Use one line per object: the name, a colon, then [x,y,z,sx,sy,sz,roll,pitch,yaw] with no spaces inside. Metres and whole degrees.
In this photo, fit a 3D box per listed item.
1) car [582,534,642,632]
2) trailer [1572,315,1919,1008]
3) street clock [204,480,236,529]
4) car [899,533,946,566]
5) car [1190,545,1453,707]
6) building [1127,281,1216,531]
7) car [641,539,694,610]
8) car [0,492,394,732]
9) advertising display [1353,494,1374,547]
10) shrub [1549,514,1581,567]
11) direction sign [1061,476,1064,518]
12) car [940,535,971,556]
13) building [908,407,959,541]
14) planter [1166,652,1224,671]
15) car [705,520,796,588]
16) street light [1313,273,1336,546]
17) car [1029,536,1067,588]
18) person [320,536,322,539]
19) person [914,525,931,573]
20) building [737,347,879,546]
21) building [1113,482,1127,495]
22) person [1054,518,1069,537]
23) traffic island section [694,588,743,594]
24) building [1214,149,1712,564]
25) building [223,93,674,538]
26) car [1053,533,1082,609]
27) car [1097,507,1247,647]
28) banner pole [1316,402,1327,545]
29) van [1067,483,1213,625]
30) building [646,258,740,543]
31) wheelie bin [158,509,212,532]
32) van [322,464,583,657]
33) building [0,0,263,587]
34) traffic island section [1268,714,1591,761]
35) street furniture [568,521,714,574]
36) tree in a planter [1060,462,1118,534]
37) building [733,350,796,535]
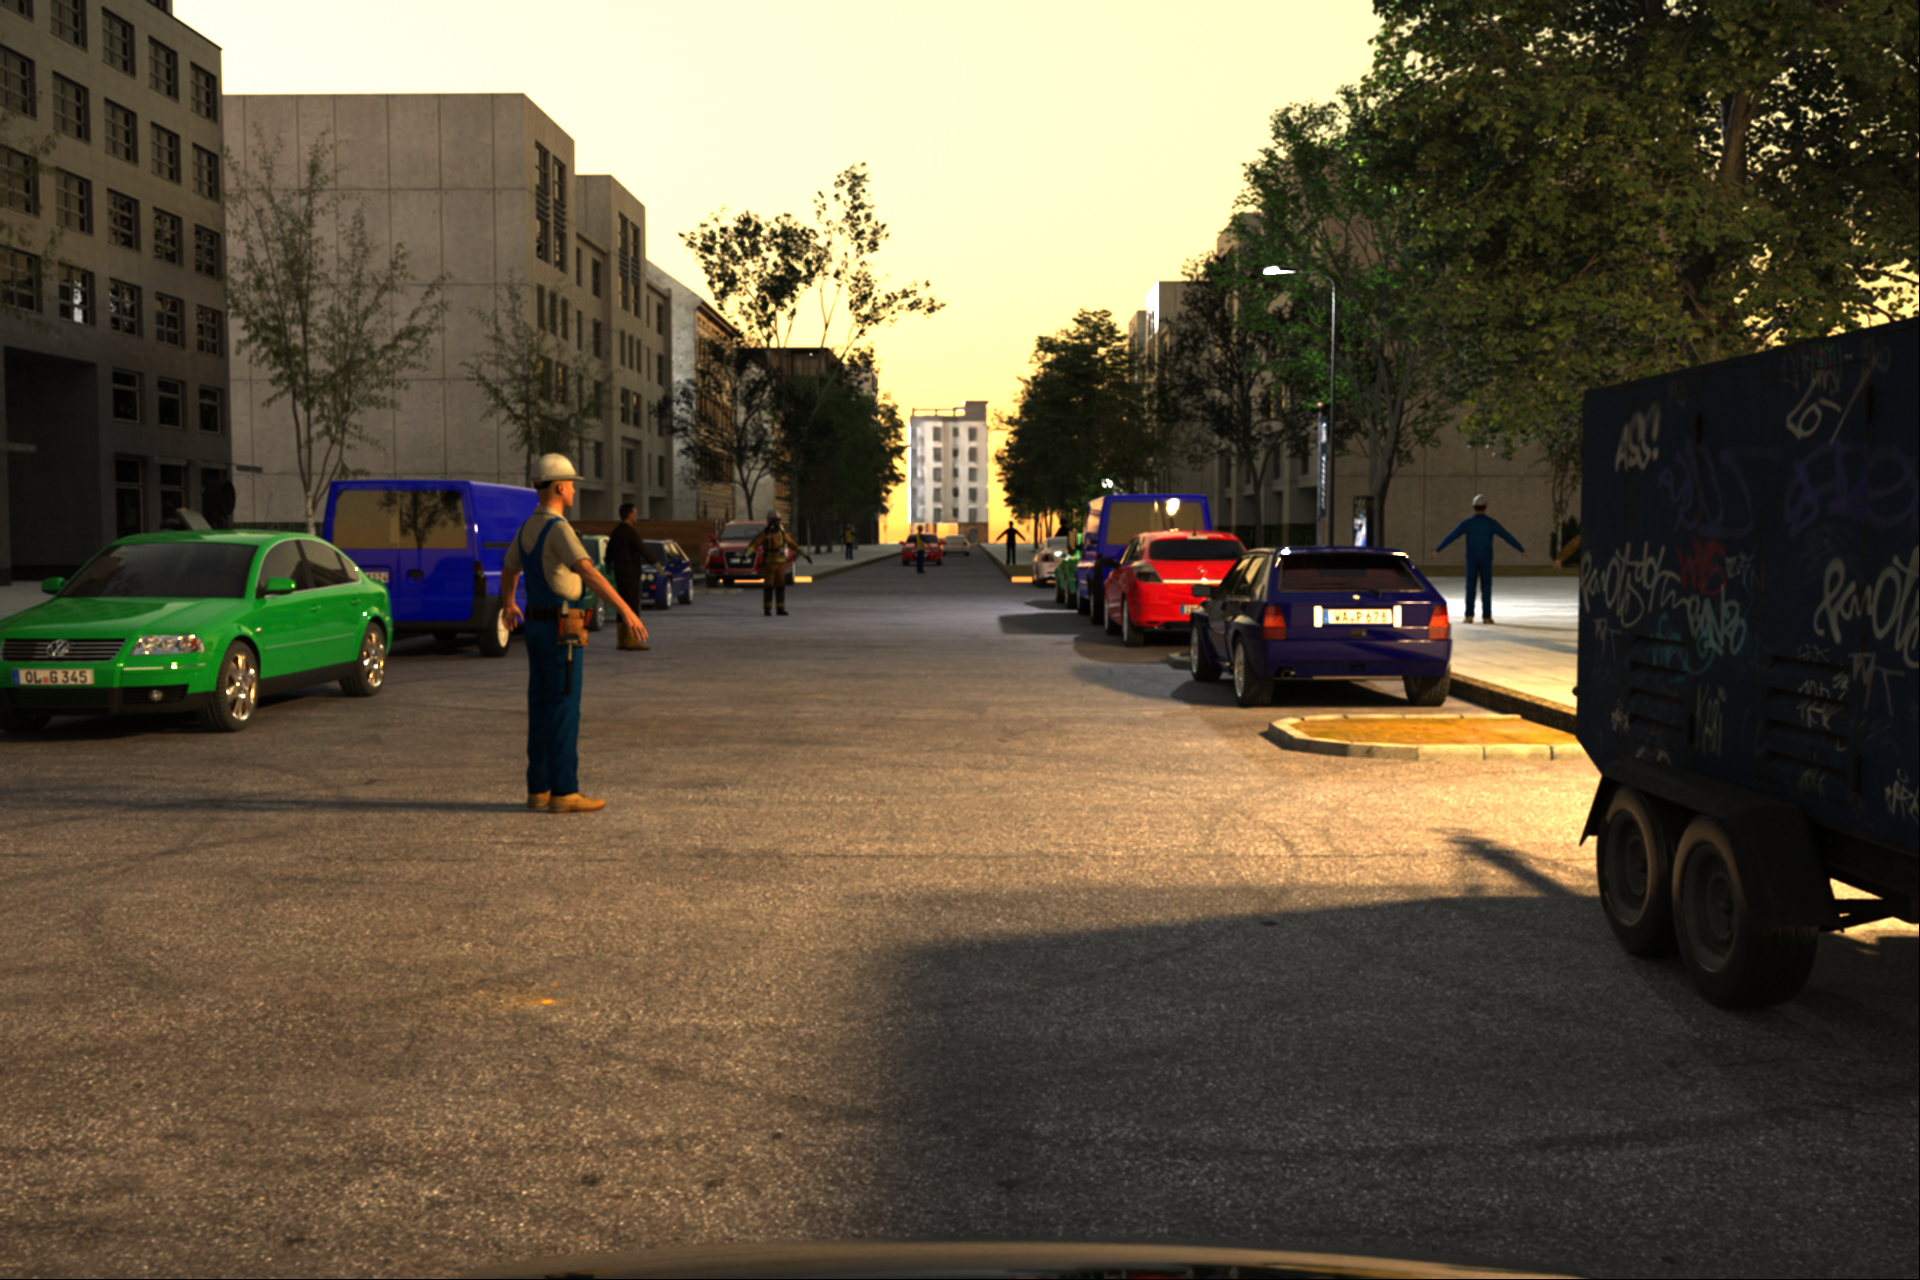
car: [-6.182,-0.928,26.970,2.131,1.459,4.920,0,4,0]
trailer: [2.975,0.048,6.262,1.471,1.999,3.904,0,4,0]
street clock: [-9.845,-1.132,23.085,0.358,2.002,0.471,0,4,0]
car: [-1.719,-4.327,79.787,2.155,1.783,4.494,0,4,1]
car: [3.151,-0.192,15.728,1.945,1.354,3.894,0,4,-1]
building: [22.258,-16.094,129.586,16.747,18.905,31.486,0,4,1]
car: [-6.337,-1.310,33.992,1.945,1.354,3.894,0,4,1]
car: [-6.061,-0.314,13.930,1.959,1.807,4.718,0,4,1]
advertising display: [6.653,-1.431,28.606,0.123,1.923,0.974,0,3,0]
shrub: [23.673,-3.862,67.188,1.661,2.075,1.752,0,3,0]
direction sign: [4.018,-4.642,67.897,0.379,3.537,0.876,0,4,-1]
car: [-0.307,-6.271,114.884,2.083,1.381,4.827,0,4,1]
building: [-7.100,-23.906,249.743,11.380,20.090,16.016,0,4,7]
planter: [3.296,0.131,18.996,1.991,0.319,1.994,0,4,1]
car: [-5.681,-2.367,47.371,2.281,1.827,5.304,0,3,0]
street light: [7.032,-3.524,30.151,1.470,5.913,1.316,0,4,0]
car: [2.966,-2.155,47.594,2.083,1.381,4.827,0,3,0]
person: [-19.245,-2.848,52.837,0.705,1.796,1.348,1,4,10]
person: [-1.364,-3.312,63.079,0.721,1.772,1.216,-2,4,-28]
building: [-24.584,-22.136,205.893,27.936,21.610,32.646,0,4,1]
building: [21.223,-17.169,222.856,9.099,9.664,28.070,0,4,0]
person: [3.326,-3.084,56.611,0.705,1.806,1.347,3,4,37]
traffic island section: [-6.339,-1.181,42.177,1.991,0.108,1.994,0,3,0]
building: [23.643,-13.564,88.225,16.747,18.905,31.486,0,4,0]
building: [-25.482,-13.407,85.667,16.747,18.905,31.486,0,4,1]
car: [2.891,-1.580,34.625,1.959,1.807,4.718,0,4,-1]
car: [2.966,-0.879,23.405,2.155,1.783,4.494,0,4,0]
banner pole: [6.821,-2.610,32.689,0.401,3.779,0.863,0,4,0]
van: [3.011,-1.506,29.015,2.240,2.365,5.245,0,4,0]
building: [-26.184,-17.712,120.523,19.493,23.208,18.063,0,3,0]
wheelie bin: [-9.834,-0.866,22.072,0.693,1.594,0.980,0,3,0]
van: [-6.230,-1.066,21.815,2.240,2.365,5.245,0,4,1]
building: [-28.329,-13.822,44.406,11.959,24.771,22.079,0,4,0]
traffic island section: [3.186,0.668,11.949,1.991,0.108,1.994,0,4,-1]
street furniture: [-12.461,-3.186,58.943,9.812,1.723,11.010,0,4,5]
tree in a planter: [3.401,-2.807,43.117,1.991,3.239,1.994,0,4,0]
building: [-27.424,-21.336,179.765,19.493,23.208,18.063,0,4,1]
